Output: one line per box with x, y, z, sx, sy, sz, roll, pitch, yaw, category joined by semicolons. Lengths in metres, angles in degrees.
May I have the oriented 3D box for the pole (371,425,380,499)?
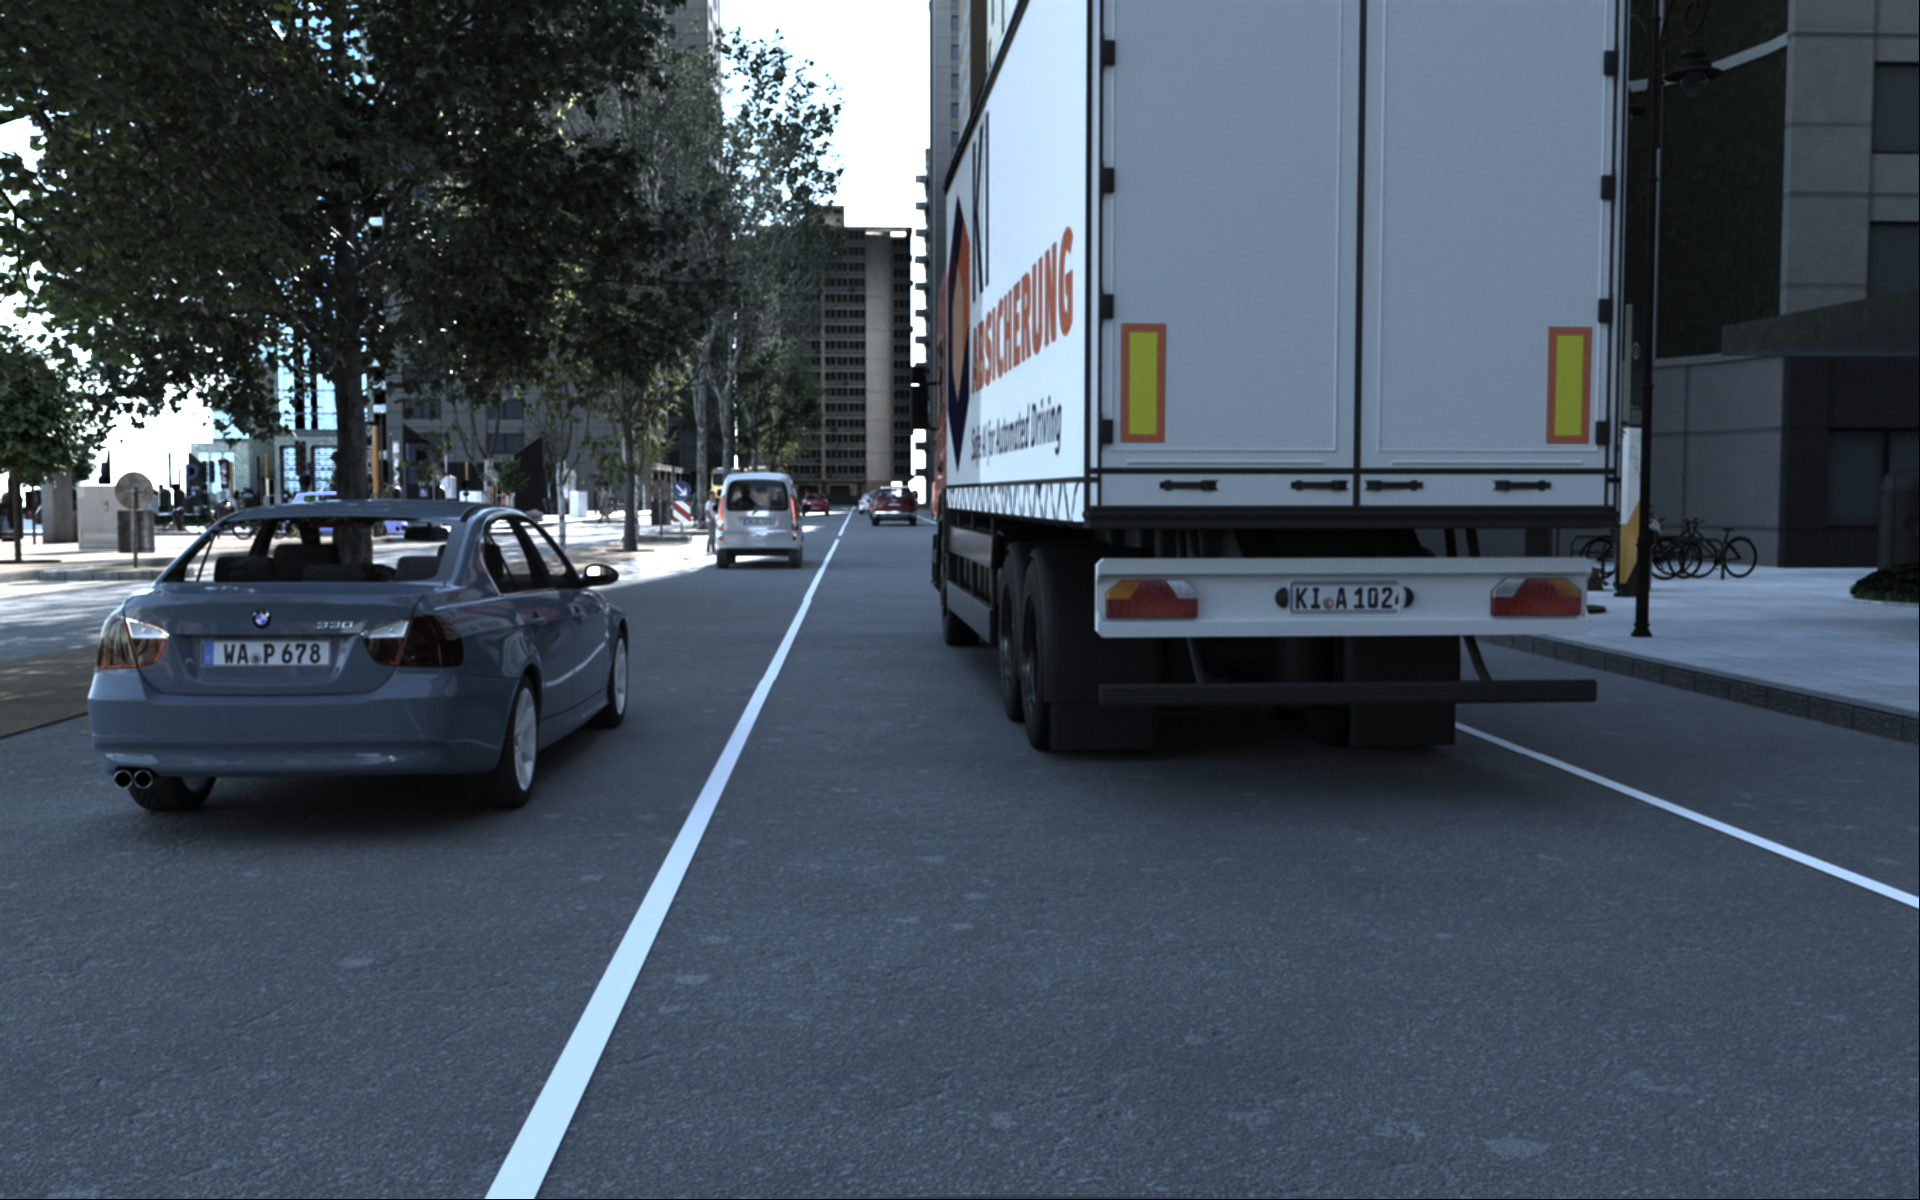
-17.349;-3.524;51.459;0.158;3.312;0.155;0;3;0;pole

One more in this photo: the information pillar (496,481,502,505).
-24.725;-5.410;92.948;0.304;2.012;0.304;-1;4;-13;information pillar

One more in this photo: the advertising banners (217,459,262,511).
-36.246;-5.565;87.181;2.074;3.025;0.090;-3;4;-36;advertising banners

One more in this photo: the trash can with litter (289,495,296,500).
-38.654;-5.415;99.593;2.233;1.210;1.678;0;4;-4;trash can with litter

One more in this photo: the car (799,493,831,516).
-9.617;-6.486;115.085;2.155;1.783;4.494;0;4;-5;car

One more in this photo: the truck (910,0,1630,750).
1.273;-1.477;13.058;2.839;4.237;11.283;0;4;-5;truck

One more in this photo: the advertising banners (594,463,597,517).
-20.264;-6.128;96.376;0.090;3.025;2.074;0;4;-7;advertising banners

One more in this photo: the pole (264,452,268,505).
-33.756;-5.534;84.316;0.158;3.312;0.155;0;3;0;pole

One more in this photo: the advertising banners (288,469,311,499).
-45.512;-7.500;118.807;2.074;3.025;0.090;0;4;0;advertising banners

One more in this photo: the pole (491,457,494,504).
-24.314;-5.879;89.969;0.158;3.312;0.155;0;3;0;pole

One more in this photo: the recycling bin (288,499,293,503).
-37.517;-5.108;96.066;0.722;1.027;0.722;2;4;31;recycling bin

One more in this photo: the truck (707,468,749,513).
-17.164;-8.257;130.933;3.469;3.379;9.791;0;4;-2;truck

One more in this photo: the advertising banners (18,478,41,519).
-47.743;-5.668;88.859;0.090;3.025;2.074;1;4;22;advertising banners

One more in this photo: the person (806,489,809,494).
-11.518;-7.436;130.095;0.388;1.821;0.555;0;4;-7;person

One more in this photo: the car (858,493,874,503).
-7.721;-8.435;147.503;1.945;1.707;3.694;0;4;-3;car

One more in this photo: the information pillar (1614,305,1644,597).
8.429;-1.855;21.685;0.183;3.616;0.504;3;5;45;information pillar

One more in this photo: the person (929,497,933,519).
-1.438;-5.456;98.459;0.760;1.731;0.466;-1;4;-19;person

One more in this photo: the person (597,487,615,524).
-17.030;-4.554;83.234;0.850;1.792;0.678;0;4;5;person

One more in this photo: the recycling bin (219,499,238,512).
-34.846;-4.278;82.502;0.722;1.027;0.722;-1;4;-12;recycling bin

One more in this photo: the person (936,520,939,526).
-0.994;-3.926;76.940;0.306;1.304;0.590;0;4;8;person

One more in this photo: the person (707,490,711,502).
-20.529;-8.114;141.722;0.434;1.755;0.990;0;4;-4;person

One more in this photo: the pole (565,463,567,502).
-26.041;-7.373;114.395;0.158;3.312;0.155;0;3;0;pole

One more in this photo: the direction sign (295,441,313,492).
-28.106;-5.010;73.903;0.379;3.537;0.876;0;4;7;direction sign

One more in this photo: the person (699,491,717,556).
-5.799;-1.793;40.419;0.523;1.515;0.503;-1;4;-22;person

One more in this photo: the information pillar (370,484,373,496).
-43.004;-7.481;126.803;0.304;2.012;0.304;0;4;-6;information pillar

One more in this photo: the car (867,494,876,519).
-4.423;-5.676;101.846;2.155;1.783;4.494;0;4;-3;car

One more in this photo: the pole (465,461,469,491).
-30.460;-6.922;107.024;0.158;3.312;0.155;0;3;0;pole

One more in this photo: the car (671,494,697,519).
-15.671;-5.472;99.250;2.009;1.686;4.222;0;4;-2;car

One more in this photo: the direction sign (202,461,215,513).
-51.405;-7.740;118.542;0.379;3.537;0.876;3;5;41;direction sign

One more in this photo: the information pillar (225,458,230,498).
-47.593;-7.427;112.794;0.504;3.616;0.183;1;4;14;information pillar

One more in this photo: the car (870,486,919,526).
-3.024;-4.341;79.645;2.281;1.827;5.304;0;4;-2;car

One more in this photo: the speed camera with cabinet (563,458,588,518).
-20.646;-6.015;92.686;0.660;3.252;2.038;-3;4;-39;speed camera with cabinet

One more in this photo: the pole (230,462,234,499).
-47.800;-7.300;113.204;0.158;3.312;0.155;0;3;0;pole

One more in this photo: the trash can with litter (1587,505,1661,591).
8.697;-0.709;22.987;1.055;1.170;0.624;1;4;10;trash can with litter

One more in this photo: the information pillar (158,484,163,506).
-58.146;-7.433;126.020;0.304;2.012;0.304;-3;5;-43;information pillar

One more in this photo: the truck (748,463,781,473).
-17.957;-10.365;158.377;2.839;4.237;11.283;0;4;-2;truck

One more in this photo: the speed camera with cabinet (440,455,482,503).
-25.373;-5.732;88.056;2.038;3.252;0.660;0;4;8;speed camera with cabinet

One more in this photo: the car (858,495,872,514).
-6.379;-6.932;125.699;2.083;1.381;4.827;0;4;-2;car

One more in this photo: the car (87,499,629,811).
-2.895;0.174;9.157;2.014;1.417;4.499;0;4;-2;car

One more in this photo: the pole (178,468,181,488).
-60.017;-8.524;133.206;0.158;3.312;0.155;0;3;0;pole

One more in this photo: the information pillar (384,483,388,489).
-38.095;-6.755;114.941;0.304;2.012;0.304;-1;4;-9;information pillar

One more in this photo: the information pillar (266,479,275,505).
-32.920;-4.784;82.718;0.304;2.012;0.304;-3;5;-44;information pillar

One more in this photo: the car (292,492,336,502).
-19.348;-2.753;54.607;3.694;1.707;1.945;0;4;-3;car

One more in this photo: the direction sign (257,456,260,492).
-42.252;-6.874;104.386;0.379;3.537;0.876;-1;4;-14;direction sign

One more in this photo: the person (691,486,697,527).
-11.260;-4.004;74.217;0.529;1.795;0.600;2;4;29;person

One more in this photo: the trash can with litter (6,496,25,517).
-52.095;-5.164;95.497;1.678;1.210;2.233;0;4;-7;trash can with litter
